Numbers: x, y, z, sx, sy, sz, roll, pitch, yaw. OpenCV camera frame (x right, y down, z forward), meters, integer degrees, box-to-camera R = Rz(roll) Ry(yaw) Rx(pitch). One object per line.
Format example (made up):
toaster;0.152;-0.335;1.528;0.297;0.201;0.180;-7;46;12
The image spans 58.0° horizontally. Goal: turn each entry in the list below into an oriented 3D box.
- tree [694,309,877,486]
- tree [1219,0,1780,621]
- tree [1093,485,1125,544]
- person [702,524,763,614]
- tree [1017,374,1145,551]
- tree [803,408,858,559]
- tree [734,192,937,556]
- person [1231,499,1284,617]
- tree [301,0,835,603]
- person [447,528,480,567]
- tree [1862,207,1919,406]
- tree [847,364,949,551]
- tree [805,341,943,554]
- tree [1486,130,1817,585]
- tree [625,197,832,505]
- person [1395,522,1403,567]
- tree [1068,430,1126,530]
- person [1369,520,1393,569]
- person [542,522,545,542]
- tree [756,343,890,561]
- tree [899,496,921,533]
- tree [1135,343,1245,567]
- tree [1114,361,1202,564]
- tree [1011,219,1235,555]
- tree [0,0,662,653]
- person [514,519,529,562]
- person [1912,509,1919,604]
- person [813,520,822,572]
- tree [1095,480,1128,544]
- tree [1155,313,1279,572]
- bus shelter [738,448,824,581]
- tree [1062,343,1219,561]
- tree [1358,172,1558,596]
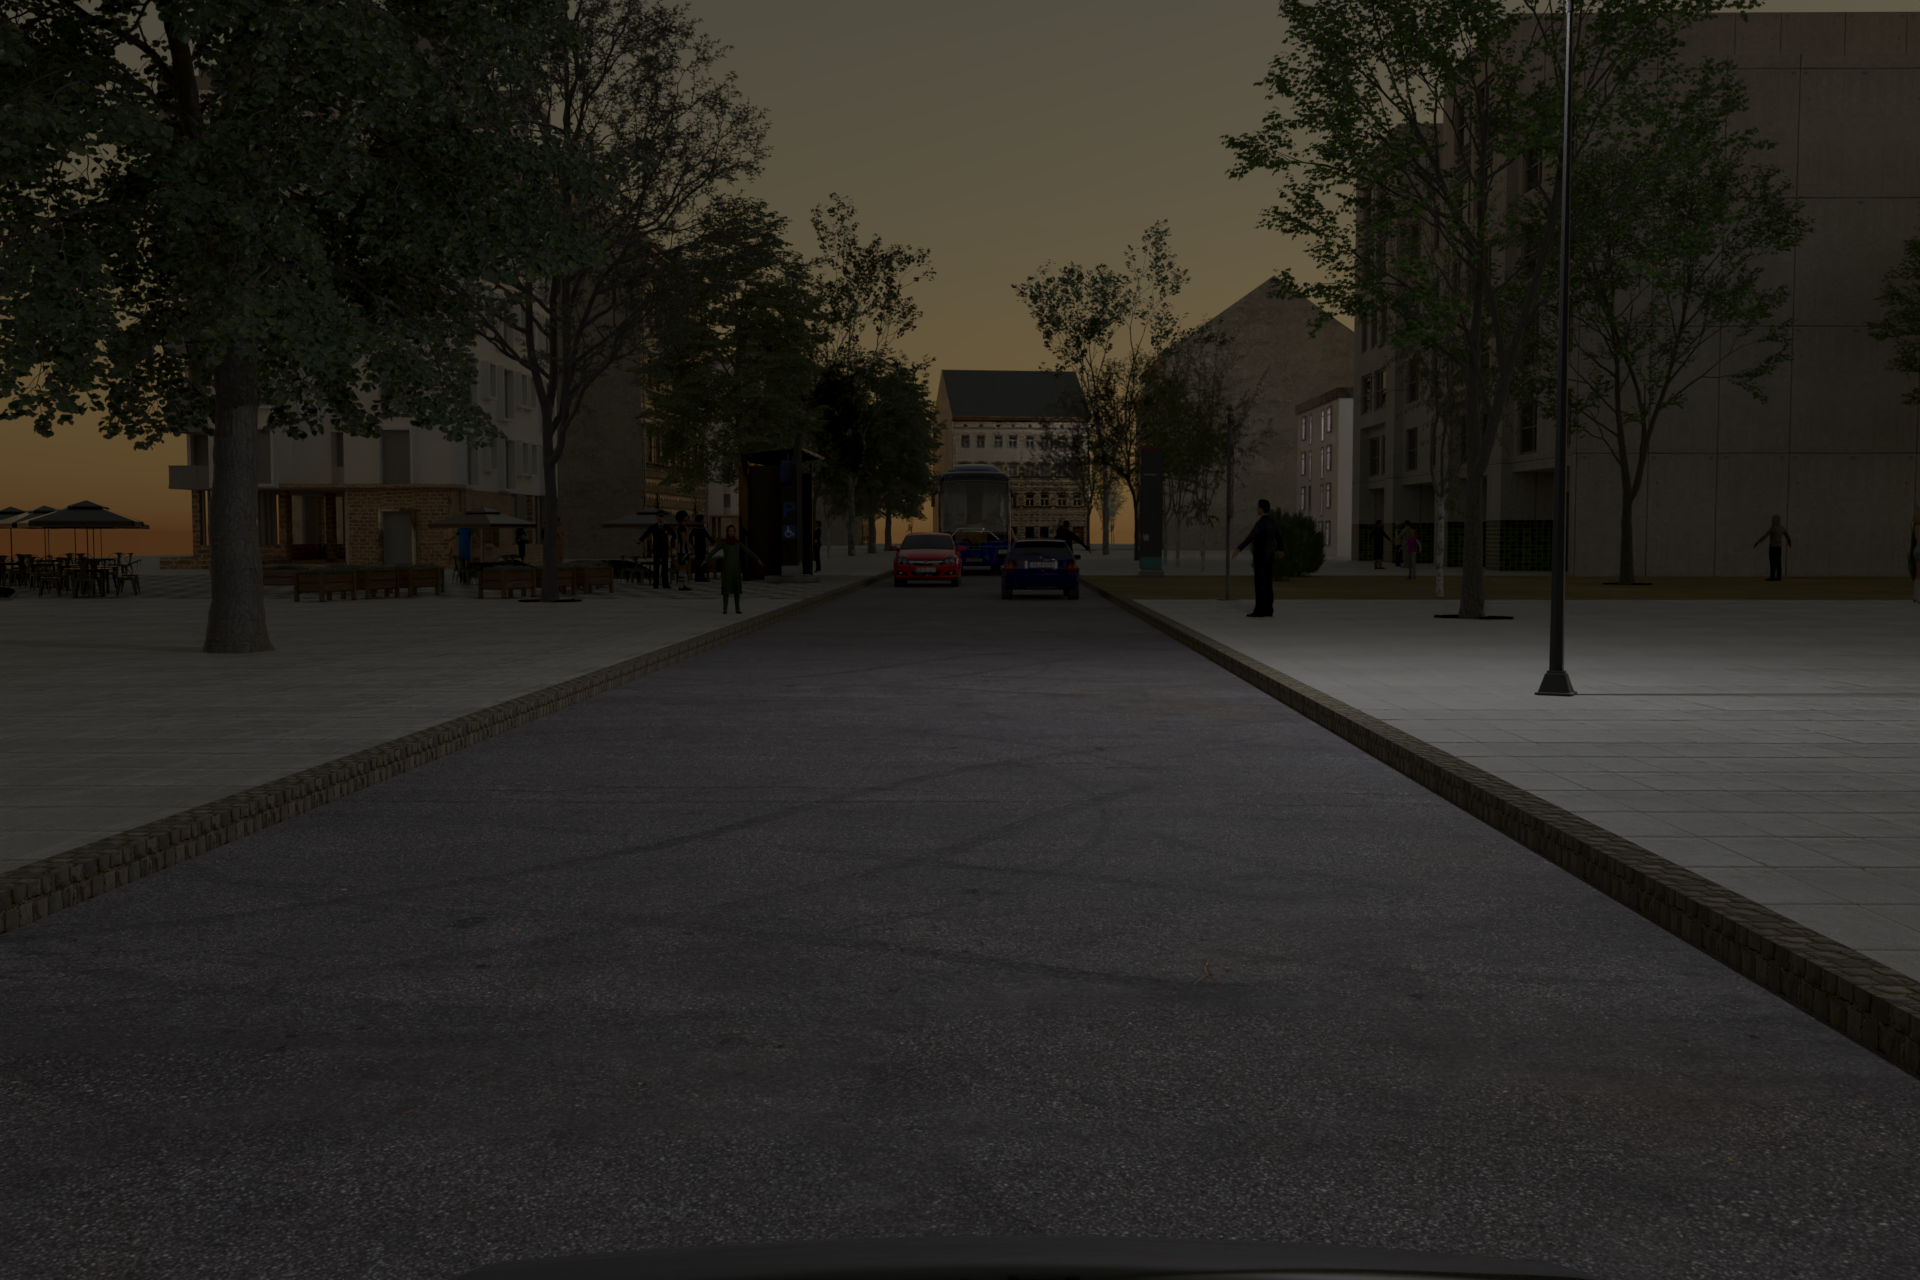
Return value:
tree;-6.850;-8.375;71.347;7.601;10.594;8.767;2;4;29
tree;7.953;-6.130;25.976;9.928;11.665;9.643;0;3;0
tree;19.934;-16.783;224.771;4.360;8.622;3.978;0;3;0
person;-3.664;-1.139;27.829;0.989;1.438;0.599;-1;4;-17
tree;9.764;-13.517;131.372;12.009;13.543;11.850;0;3;0
tree;-6.774;-8.523;89.714;4.360;8.622;3.978;0;3;0
tree;-7.314;-14.872;99.051;12.611;20.169;13.585;0;3;0
person;4.673;-1.270;26.816;0.704;1.823;1.345;3;5;43
tree;-7.618;-7.456;32.276;12.009;13.543;11.850;0;3;0
person;-17.679;-3.404;61.782;1.347;1.817;0.704;1;4;17
tree;28.982;-7.430;47.229;9.928;11.665;9.643;0;3;0
tree;-5.401;-13.688;130.455;9.857;13.997;8.962;0;3;0
tree;-5.865;-12.644;113.387;9.857;13.997;8.962;0;3;0
tree;17.033;-7.208;43.606;9.928;11.665;9.643;0;3;0
tree;-7.684;-8.612;58.928;7.486;12.596;7.792;0;3;0
person;17.309;-3.763;67.987;0.721;1.772;1.216;0;4;1
tree;9.968;-10.204;117.193;4.360;8.622;3.978;0;3;0
person;15.333;-3.498;63.327;0.704;1.812;1.346;-2;4;-25
person;-16.084;-3.751;67.550;0.704;1.802;1.346;0;4;3
tree;-7.114;-9.011;81.740;8.767;10.594;7.601;2;4;24
tree;-6.641;-17.033;228.843;4.737;8.622;4.395;0;3;0
tree;8.542;-7.118;66.744;4.737;8.622;4.395;0;3;0
tree;8.787;-7.524;73.378;4.360;8.622;3.978;0;3;0
tree;9.742;-15.225;104.824;12.611;20.169;13.585;0;3;0
tree;-7.917;-6.850;18.652;9.857;13.997;8.962;0;3;0
person;-16.658;-3.679;65.937;0.705;1.856;1.354;-2;4;-24
person;17.821;-1.550;31.952;0.721;1.753;1.214;2;4;33
person;-4.862;-3.146;58.156;0.721;1.740;1.216;0;4;-6
tree;20.183;-17.091;229.805;4.737;8.622;4.395;0;3;0
tree;8.038;-6.622;58.625;4.360;8.622;3.978;0;3;0
bus shelter;-5.092;-3.596;50.073;1.731;3.624;6.357;0;4;1
tree;8.740;-9.145;83.932;8.767;10.594;7.601;2;4;26
tree;9.680;-5.212;35.582;4.360;8.622;3.978;0;3;0
